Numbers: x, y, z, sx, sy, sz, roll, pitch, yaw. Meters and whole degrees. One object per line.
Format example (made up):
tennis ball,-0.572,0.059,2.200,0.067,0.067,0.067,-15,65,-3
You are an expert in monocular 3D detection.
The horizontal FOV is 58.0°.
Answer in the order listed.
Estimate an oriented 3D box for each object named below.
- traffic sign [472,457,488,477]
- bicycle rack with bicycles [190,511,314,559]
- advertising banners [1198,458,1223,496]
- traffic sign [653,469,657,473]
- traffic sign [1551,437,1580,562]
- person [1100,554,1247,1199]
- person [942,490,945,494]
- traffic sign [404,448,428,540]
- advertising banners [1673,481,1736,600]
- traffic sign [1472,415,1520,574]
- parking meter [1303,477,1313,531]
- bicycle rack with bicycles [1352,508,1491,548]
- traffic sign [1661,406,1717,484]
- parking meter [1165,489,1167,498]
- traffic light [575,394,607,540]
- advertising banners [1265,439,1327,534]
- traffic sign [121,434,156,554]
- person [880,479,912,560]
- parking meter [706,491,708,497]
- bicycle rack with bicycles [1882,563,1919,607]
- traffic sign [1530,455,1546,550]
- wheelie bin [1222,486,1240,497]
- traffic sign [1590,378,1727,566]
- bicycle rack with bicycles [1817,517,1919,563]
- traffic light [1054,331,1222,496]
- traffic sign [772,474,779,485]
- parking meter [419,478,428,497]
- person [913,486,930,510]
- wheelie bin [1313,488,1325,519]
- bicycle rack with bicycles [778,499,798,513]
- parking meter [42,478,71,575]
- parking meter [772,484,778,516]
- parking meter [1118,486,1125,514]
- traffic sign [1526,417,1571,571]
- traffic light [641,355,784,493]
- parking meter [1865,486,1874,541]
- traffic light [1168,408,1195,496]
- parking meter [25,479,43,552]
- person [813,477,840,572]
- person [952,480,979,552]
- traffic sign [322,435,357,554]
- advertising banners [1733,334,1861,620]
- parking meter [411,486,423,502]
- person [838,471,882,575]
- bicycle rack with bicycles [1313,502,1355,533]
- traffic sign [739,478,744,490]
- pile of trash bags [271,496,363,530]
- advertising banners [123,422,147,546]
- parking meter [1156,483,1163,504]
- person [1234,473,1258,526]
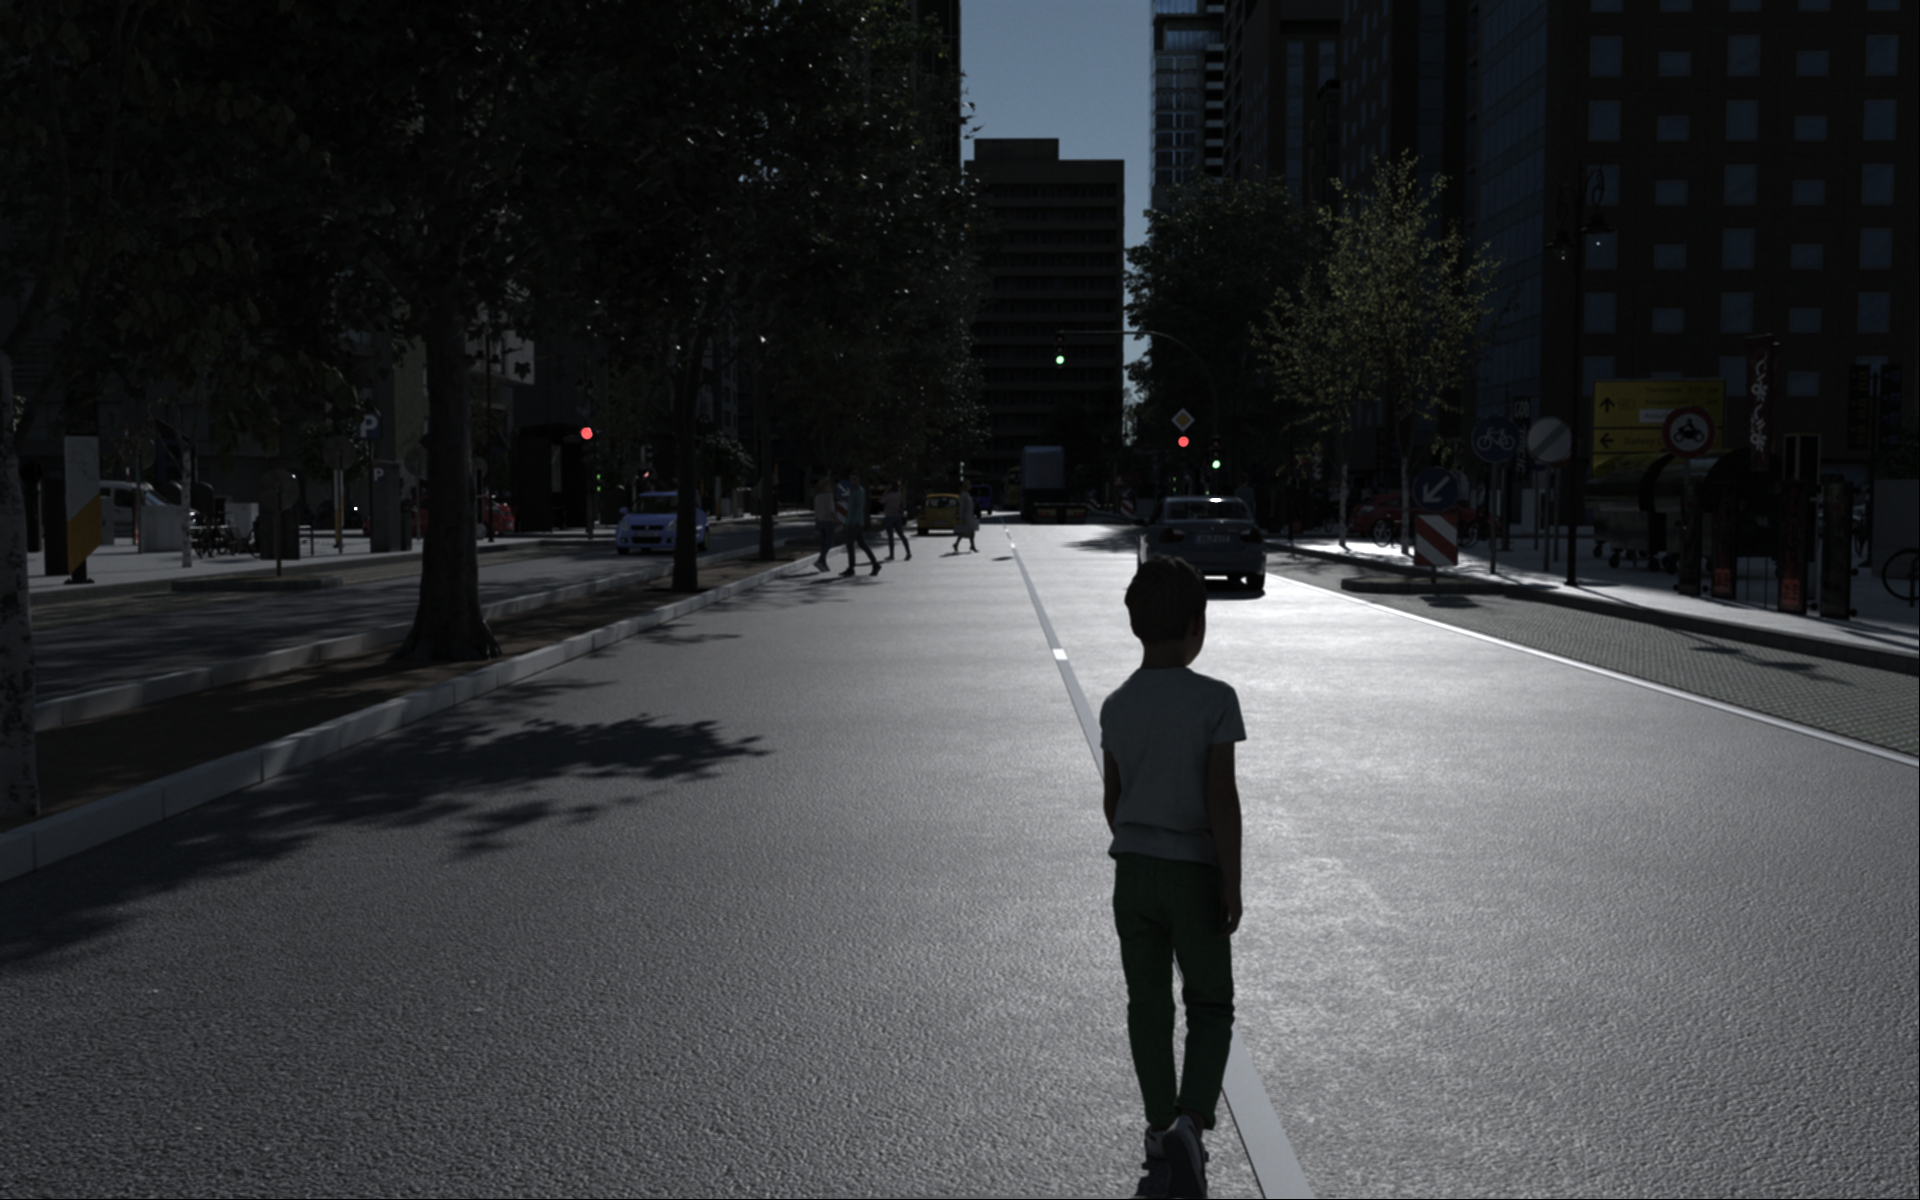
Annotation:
traffic sign,-16.539,-3.620,59.291,0.768,2.556,0.104,0,4,5
bicycle rack with bicycles,-14.632,-1.335,35.204,2.852,0.926,2.925,0,4,7
advertising banners,11.943,-5.161,80.574,2.074,3.025,0.090,-1,4,-22
traffic sign,-14.818,-5.046,82.613,0.768,2.556,0.104,0,4,6
traffic sign,11.262,-1.991,32.655,0.768,2.556,0.104,0,4,7
person,0.437,0.560,3.595,0.306,1.304,0.590,1,4,8
person,-1.396,-8.813,152.674,0.705,1.814,1.350,1,4,18
traffic sign,-14.991,-2.923,47.892,0.768,2.556,0.104,0,4,4
advertising banners,9.357,-1.528,21.172,0.090,3.025,2.074,0,4,-8
traffic sign,8.613,-1.701,27.920,0.768,2.556,0.104,0,4,5
parking meter,12.134,-3.346,60.419,0.255,1.863,0.399,3,4,38
bicycle rack with bicycles,11.379,-1.735,41.746,2.925,0.926,2.852,0,4,-4
traffic sign,10.504,-1.525,25.043,0.768,2.556,0.104,0,4,5
parking meter,11.125,-5.270,94.575,0.372,1.533,0.369,0,3,0
traffic light,-10.417,-3.662,48.796,0.839,4.253,0.868,0,4,1
advertising banners,10.828,-3.651,55.879,2.074,3.025,0.090,2,4,33
traffic sign,-17.541,-2.256,36.987,0.768,2.556,0.104,0,4,4
person,-1.363,-1.748,37.676,0.593,1.750,0.643,-3,5,-40
parking meter,-18.071,-6.993,122.743,0.372,1.533,0.369,0,3,0
bicycle rack with bicycles,12.059,-0.393,19.801,2.852,0.926,2.925,-3,5,-40
traffic sign,13.176,-2.411,39.525,0.768,2.556,0.104,0,4,2
wheelie bin,10.331,-3.532,65.658,0.980,1.594,0.693,0,4,-7
traffic sign,12.279,-2.242,30.537,2.265,3.308,0.079,1,4,9
bicycle rack with bicycles,18.186,-1.363,35.660,2.852,0.926,2.925,2,4,35
traffic light,4.998,-4.509,48.397,4.771,5.953,1.251,0,4,1
traffic sign,-11.895,-6.723,110.020,0.768,2.556,0.104,0,4,3
parking meter,-19.188,-3.447,62.062,0.399,1.863,0.255,0,4,-8
person,-1.562,-3.800,70.987,0.716,1.782,0.532,0,4,1
wheelie bin,17.260,-4.659,84.075,0.693,1.594,0.980,-3,4,-38
bicycle rack with bicycles,-13.439,-7.073,129.025,2.925,0.926,2.852,-2,4,-29
parking meter,-14.320,-1.165,27.457,0.372,1.533,0.369,0,3,0
parking meter,-11.009,-5.934,102.724,0.399,1.863,0.255,0,4,6
parking meter,10.137,-6.306,108.810,0.399,1.863,0.255,-2,4,-28
traffic sign,9.725,-1.746,28.651,0.768,2.556,0.104,0,4,6
traffic light,-8.182,-5.022,56.778,4.771,5.953,1.251,0,4,1
parking meter,25.218,-2.412,47.854,0.372,1.533,0.369,0,3,0
traffic light,7.234,-4.132,56.485,0.839,4.253,0.868,0,4,1
parking meter,-20.638,-2.011,38.589,0.255,1.863,0.399,-1,4,-17
person,-2.495,-1.393,31.942,0.731,1.740,0.598,2,4,33
person,0.142,-2.076,42.788,0.624,1.780,0.694,2,4,33
traffic sign,-13.364,-2.275,37.296,0.768,2.556,0.104,0,4,6
advertising banners,8.939,-1.364,18.489,0.090,3.025,2.074,0,4,-6
parking meter,-17.689,-2.937,56.428,0.372,1.533,0.369,0,3,0
person,-1.767,-1.354,30.495,0.748,1.841,0.638,0,4,2
bicycle rack with bicycles,13.273,-2.712,57.720,2.852,0.926,2.925,0,4,-6
traffic sign,-14.224,-6.709,111.829,0.606,2.300,0.079,0,4,5
pile of trash bags,-23.181,-3.191,61.926,1.912,1.369,3.447,2,4,30
advertising banners,-20.618,-2.881,43.292,0.090,3.025,2.074,-1,4,-13
parking meter,9.958,-4.901,85.842,0.399,1.863,0.255,3,4,39
person,5.368,-1.478,32.694,0.581,1.822,0.654,-1,4,-9
